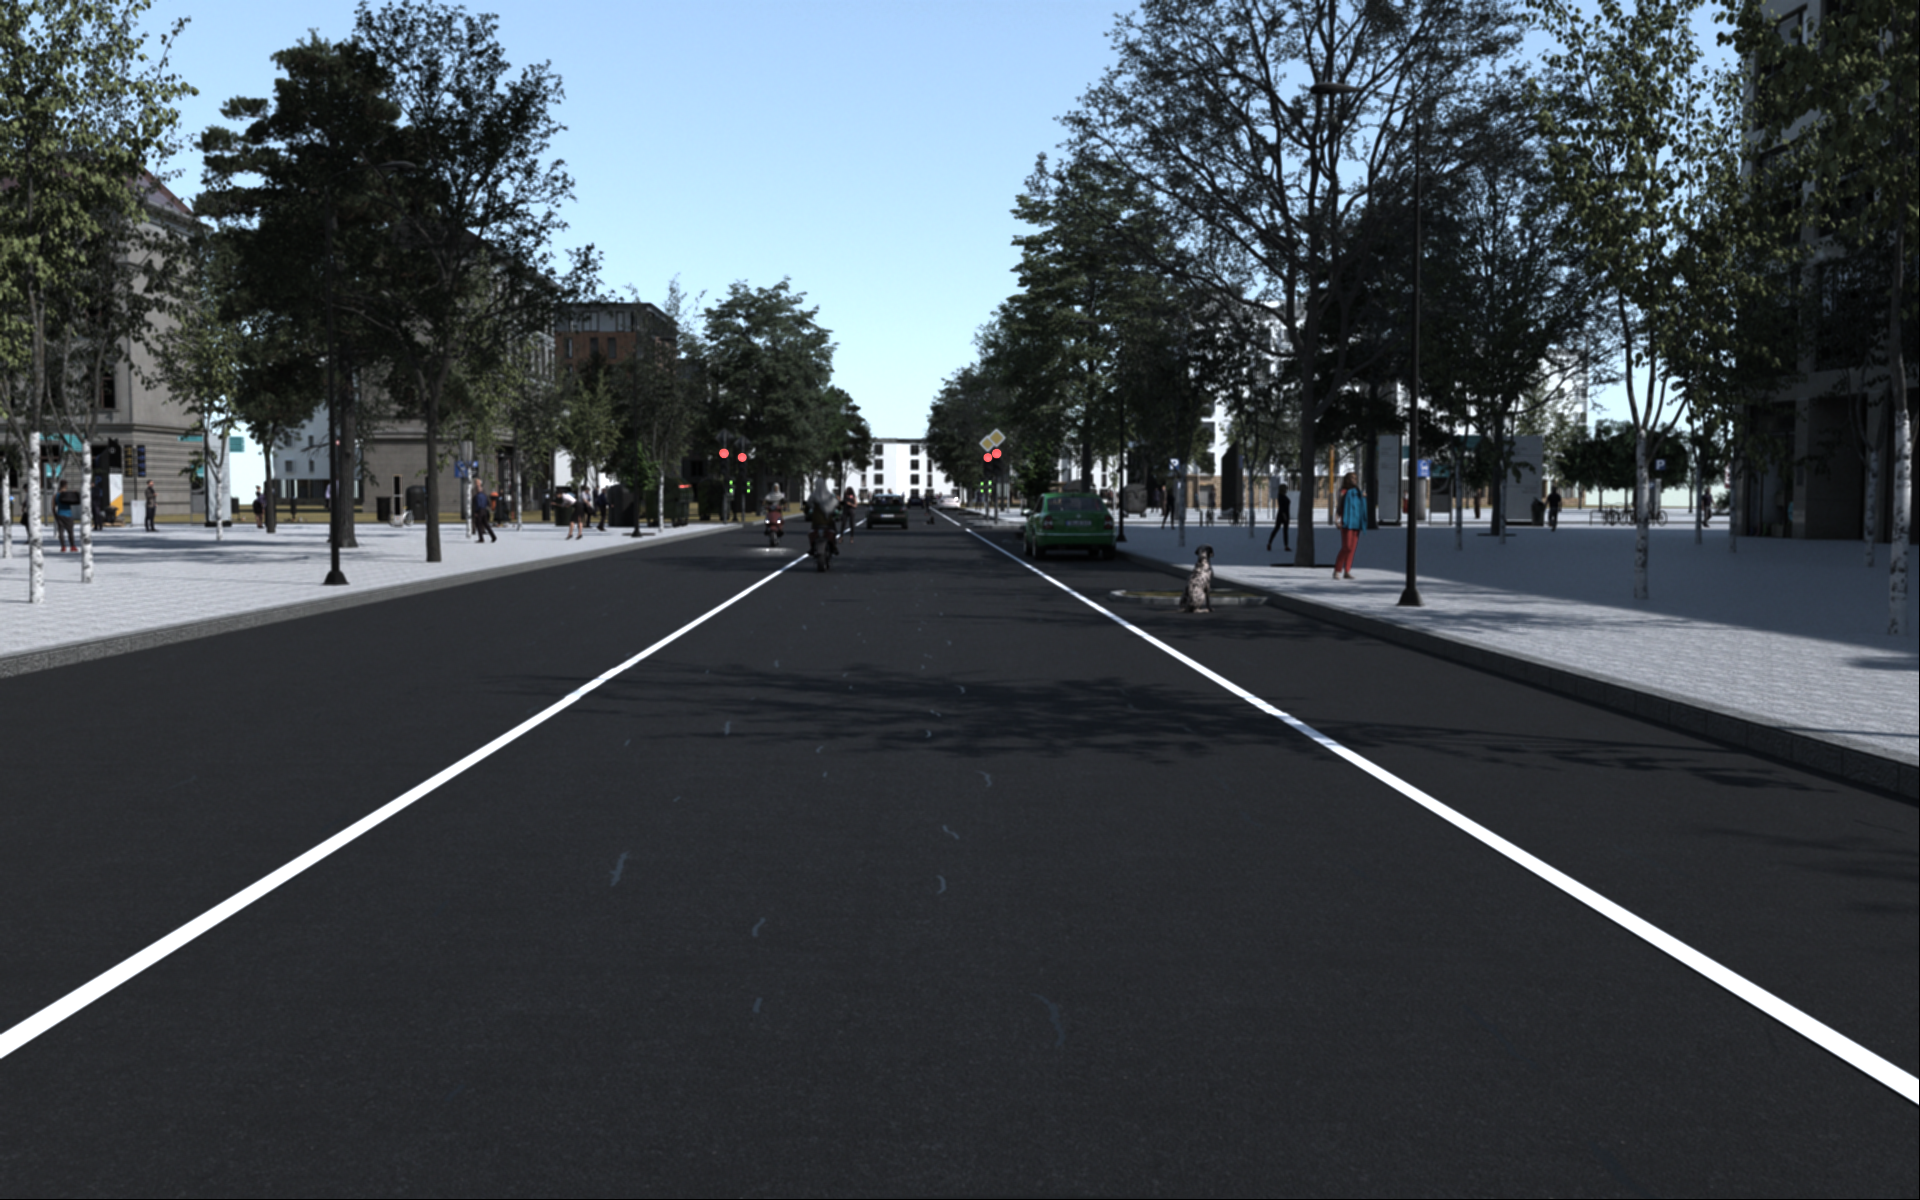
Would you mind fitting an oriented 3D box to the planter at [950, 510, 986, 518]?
[{"bbox_3d":[0.544,-5.208,106.283,1.991,0.319,1.994,0,4,-2],"label":"planter"}]

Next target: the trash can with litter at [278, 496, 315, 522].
[{"bbox_3d":[-31.183,-4.301,81.380,1.678,1.210,2.233,-1,4,-18],"label":"trash can with litter"}]

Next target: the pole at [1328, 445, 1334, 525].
[{"bbox_3d":[15.404,-4.772,71.872,0.158,3.312,0.155,0,3,0],"label":"pole"}]

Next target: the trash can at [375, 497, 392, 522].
[{"bbox_3d":[-26.998,-4.251,81.149,0.748,1.137,0.748,0,3,0],"label":"trash can"}]

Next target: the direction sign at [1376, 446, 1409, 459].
[{"bbox_3d":[21.784,-5.922,85.589,2.525,3.948,1.411,3,4,36],"label":"direction sign"}]

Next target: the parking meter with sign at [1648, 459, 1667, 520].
[{"bbox_3d":[34.426,-5.487,85.965,0.543,3.016,1.738,3,5,44],"label":"parking meter with sign"}]

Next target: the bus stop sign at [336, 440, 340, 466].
[{"bbox_3d":[-30.607,-5.945,85.898,0.416,3.939,0.855,3,5,42],"label":"bus stop sign"}]

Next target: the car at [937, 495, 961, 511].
[{"bbox_3d":[-0.965,-8.471,150.857,2.083,1.381,4.827,0,4,-2],"label":"car"}]

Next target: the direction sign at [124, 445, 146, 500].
[{"bbox_3d":[-38.141,-5.390,80.116,0.876,3.537,0.379,-2,4,-29],"label":"direction sign"}]

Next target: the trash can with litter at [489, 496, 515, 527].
[{"bbox_3d":[-17.803,-3.447,67.421,1.678,1.210,2.233,-1,4,-10],"label":"trash can with litter"}]

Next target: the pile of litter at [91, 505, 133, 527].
[{"bbox_3d":[-32.982,-3.261,67.284,1.719,0.858,1.176,0,4,-7],"label":"pile of litter"}]

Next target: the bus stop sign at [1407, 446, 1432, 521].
[{"bbox_3d":[22.047,-5.752,83.067,0.837,3.901,0.837,-1,4,-18],"label":"bus stop sign"}]

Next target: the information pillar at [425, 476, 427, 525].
[{"bbox_3d":[-21.616,-4.049,70.688,0.304,2.012,0.304,-3,4,-38],"label":"information pillar"}]

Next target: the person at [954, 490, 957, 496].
[{"bbox_3d":[-0.571,-13.189,221.666,0.705,1.826,1.348,-1,4,-10],"label":"person"}]

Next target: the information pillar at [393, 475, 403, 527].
[{"bbox_3d":[-21.852,-3.845,67.359,0.304,2.012,0.304,0,4,-7],"label":"information pillar"}]

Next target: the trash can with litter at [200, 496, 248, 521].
[{"bbox_3d":[-35.400,-4.429,83.477,2.233,1.210,1.678,0,4,-6],"label":"trash can with litter"}]

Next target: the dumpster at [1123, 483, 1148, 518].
[{"bbox_3d":[9.459,-5.382,93.761,1.264,1.857,1.865,0,4,-2],"label":"dumpster"}]

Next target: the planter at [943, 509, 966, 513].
[{"bbox_3d":[-0.295,-6.896,133.881,1.991,0.319,1.994,0,4,-2],"label":"planter"}]

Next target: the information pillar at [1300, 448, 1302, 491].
[{"bbox_3d":[14.641,-5.005,73.180,0.504,3.616,0.183,2,4,26],"label":"information pillar"}]

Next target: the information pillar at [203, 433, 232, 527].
[{"bbox_3d":[-28.882,-4.651,67.353,0.184,3.620,1.656,0,4,6],"label":"information pillar"}]

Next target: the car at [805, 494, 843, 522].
[{"bbox_3d":[-7.158,-4.855,91.175,2.131,1.459,4.920,0,4,-1],"label":"car"}]

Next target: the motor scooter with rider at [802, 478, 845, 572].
[{"bbox_3d":[-2.527,-1.433,32.390,0.876,1.779,1.986,0,4,-1],"label":"motor scooter with rider"}]

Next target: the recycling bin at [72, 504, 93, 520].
[{"bbox_3d":[-43.210,-4.450,85.306,0.722,1.027,0.722,1,4,22],"label":"recycling bin"}]

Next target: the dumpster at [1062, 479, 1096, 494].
[{"bbox_3d":[4.699,-3.804,67.951,1.264,1.857,1.865,0,4,-2],"label":"dumpster"}]

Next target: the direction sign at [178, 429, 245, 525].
[{"bbox_3d":[-30.957,-5.077,71.777,2.525,3.948,1.411,-1,4,-20],"label":"direction sign"}]

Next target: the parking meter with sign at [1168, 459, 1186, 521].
[{"bbox_3d":[10.633,-5.386,84.328,0.543,3.016,1.738,-1,4,-8],"label":"parking meter with sign"}]

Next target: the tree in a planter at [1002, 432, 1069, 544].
[{"bbox_3d":[2.237,-3.248,50.323,1.991,3.239,1.994,0,4,-2],"label":"tree in a planter"}]

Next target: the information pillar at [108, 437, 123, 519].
[{"bbox_3d":[-34.451,-4.850,70.646,0.504,3.616,0.183,-2,4,-29],"label":"information pillar"}]

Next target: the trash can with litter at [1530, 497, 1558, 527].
[{"bbox_3d":[22.973,-3.467,68.069,1.055,1.170,0.624,1,4,14],"label":"trash can with litter"}]

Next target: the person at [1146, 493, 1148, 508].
[{"bbox_3d":[17.186,-9.402,161.233,0.593,1.643,0.415,-2,4,-35],"label":"person"}]

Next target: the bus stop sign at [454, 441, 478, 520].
[{"bbox_3d":[-24.572,-5.946,86.227,0.837,3.901,0.837,1,4,11],"label":"bus stop sign"}]

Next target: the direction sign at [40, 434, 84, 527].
[{"bbox_3d":[-36.305,-4.920,69.196,1.411,3.948,2.525,1,4,20],"label":"direction sign"}]

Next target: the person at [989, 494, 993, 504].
[{"bbox_3d":[4.033,-13.316,224.469,0.721,1.735,1.217,-1,4,-18],"label":"person"}]

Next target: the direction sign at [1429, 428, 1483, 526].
[{"bbox_3d":[20.145,-5.007,70.623,2.525,3.948,1.411,2,4,26],"label":"direction sign"}]

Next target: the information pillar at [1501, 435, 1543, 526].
[{"bbox_3d":[22.557,-4.785,69.551,1.656,3.620,0.184,3,5,40],"label":"information pillar"}]

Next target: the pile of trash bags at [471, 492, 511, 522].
[{"bbox_3d":[-22.157,-4.414,81.920,1.912,1.369,3.447,-1,4,-11],"label":"pile of trash bags"}]

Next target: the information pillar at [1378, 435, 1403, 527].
[{"bbox_3d":[17.134,-4.752,69.015,0.184,3.620,1.656,-1,4,-14],"label":"information pillar"}]

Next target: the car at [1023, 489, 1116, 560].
[{"bbox_3d":[2.438,-1.854,39.103,1.959,1.807,4.718,0,4,-2],"label":"car"}]

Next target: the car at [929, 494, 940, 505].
[{"bbox_3d":[-3.404,-13.555,231.402,2.009,1.686,4.222,0,4,-2],"label":"car"}]

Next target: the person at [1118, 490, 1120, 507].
[{"bbox_3d":[21.003,-13.276,223.840,0.721,1.736,1.217,2,4,24],"label":"person"}]

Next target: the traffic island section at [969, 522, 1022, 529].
[{"bbox_3d":[1.553,-3.110,73.126,2.009,0.180,2.903,0,4,-2],"label":"traffic island section"}]

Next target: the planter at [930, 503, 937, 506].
[{"bbox_3d":[-2.637,-11.595,210.721,1.991,0.319,1.994,0,4,-2],"label":"planter"}]

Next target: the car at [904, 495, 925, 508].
[{"bbox_3d":[-4.451,-9.925,174.847,1.945,1.354,3.894,0,4,-2],"label":"car"}]

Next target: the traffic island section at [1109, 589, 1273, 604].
[{"bbox_3d":[3.051,-0.038,23.487,1.991,0.108,1.994,0,4,-2],"label":"traffic island section"}]

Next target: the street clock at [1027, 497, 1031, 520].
[{"bbox_3d":[3.382,-4.897,84.631,0.471,2.002,0.358,2,4,28],"label":"street clock"}]

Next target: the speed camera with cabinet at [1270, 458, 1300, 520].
[{"bbox_3d":[16.282,-5.581,85.586,0.660,3.252,2.038,-3,4,-38],"label":"speed camera with cabinet"}]

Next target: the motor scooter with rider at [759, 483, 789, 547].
[{"bbox_3d":[-5.160,-2.380,47.876,0.876,1.779,1.986,0,4,-3],"label":"motor scooter with rider"}]

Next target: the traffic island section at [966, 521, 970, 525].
[{"bbox_3d":[1.310,-3.598,81.107,2.009,0.180,2.903,0,4,-2],"label":"traffic island section"}]

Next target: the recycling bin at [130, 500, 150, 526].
[{"bbox_3d":[-33.039,-3.505,69.862,0.722,1.027,0.722,-2,4,-24],"label":"recycling bin"}]

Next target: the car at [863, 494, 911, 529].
[{"bbox_3d":[-3.024,-3.790,71.754,2.009,1.686,4.222,0,4,-3],"label":"car"}]
